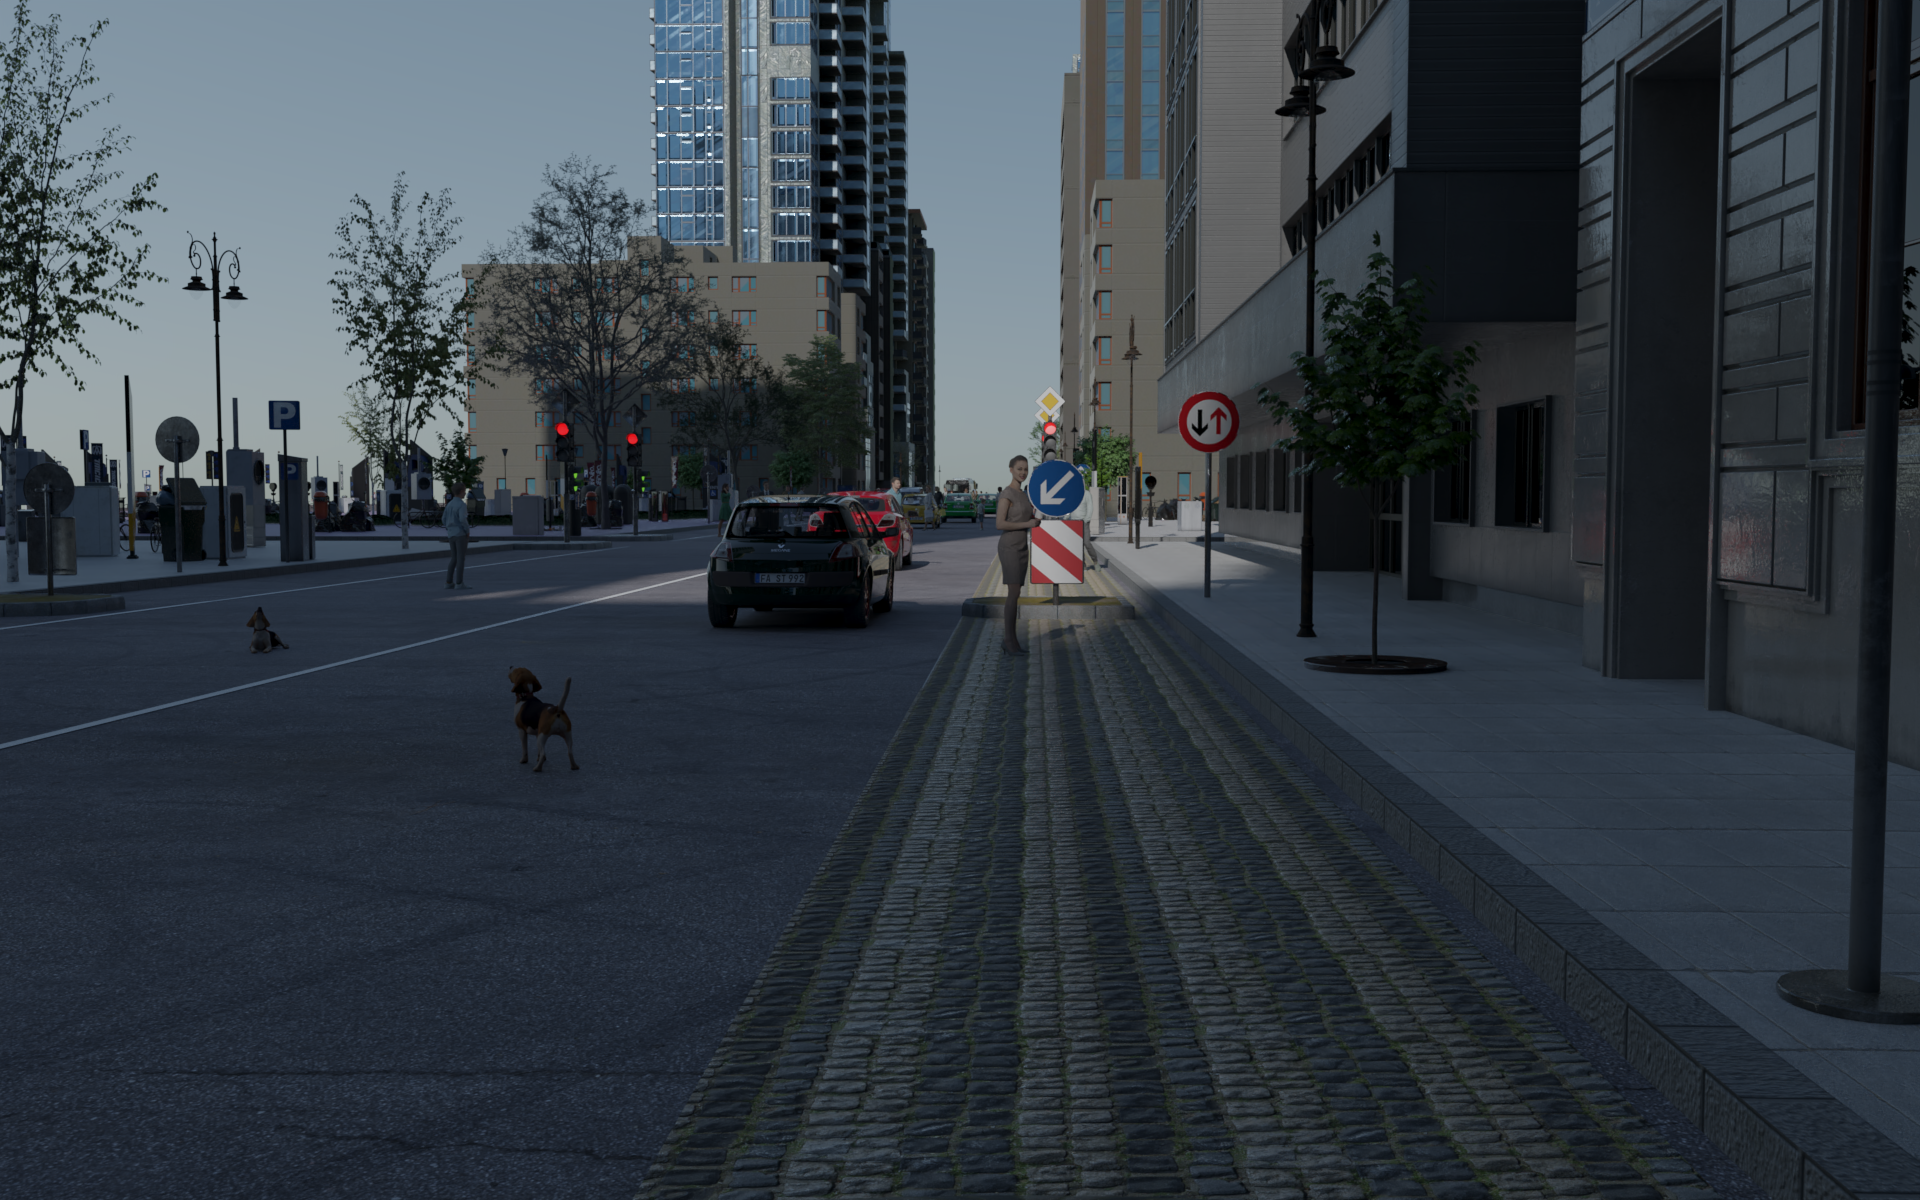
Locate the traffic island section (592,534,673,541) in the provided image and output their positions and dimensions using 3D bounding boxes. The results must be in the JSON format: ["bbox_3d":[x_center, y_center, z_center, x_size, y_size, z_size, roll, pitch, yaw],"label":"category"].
[{"bbox_3d":[-10.091,-1.928,53.800,2.009,0.180,2.903,0,4,2],"label":"traffic island section"}]

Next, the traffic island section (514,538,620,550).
[{"bbox_3d":[-10.414,-1.440,45.821,2.009,0.180,2.903,0,4,2],"label":"traffic island section"}]

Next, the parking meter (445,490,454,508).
[{"bbox_3d":[-18.334,-3.299,62.348,0.372,1.533,0.369,0,3,0],"label":"parking meter"}]

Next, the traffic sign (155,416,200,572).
[{"bbox_3d":[-12.801,-1.726,28.331,0.768,2.556,0.104,0,4,6],"label":"traffic sign"}]

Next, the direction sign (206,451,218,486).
[{"bbox_3d":[-39.681,-6.114,91.957,0.379,3.537,0.876,1,4,19],"label":"direction sign"}]

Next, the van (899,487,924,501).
[{"bbox_3d":[-2.920,-5.747,100.969,2.013,2.044,4.112,0,4,3],"label":"van"}]

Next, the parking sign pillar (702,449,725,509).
[{"bbox_3d":[-14.540,-6.965,102.343,1.447,3.967,1.447,0,4,8],"label":"parking sign pillar"}]

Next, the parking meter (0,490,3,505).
[{"bbox_3d":[-55.314,-5.606,100.069,0.372,1.533,0.369,0,3,0],"label":"parking meter"}]

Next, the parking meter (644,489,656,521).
[{"bbox_3d":[-14.666,-4.535,82.555,0.372,1.533,0.369,0,3,0],"label":"parking meter"}]

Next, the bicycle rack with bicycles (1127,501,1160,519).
[{"bbox_3d":[9.124,-4.601,88.604,2.852,0.926,2.925,2,4,30],"label":"bicycle rack with bicycles"}]

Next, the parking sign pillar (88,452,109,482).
[{"bbox_3d":[-52.897,-7.200,106.184,1.447,3.967,1.447,2,4,31],"label":"parking sign pillar"}]

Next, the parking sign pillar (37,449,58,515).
[{"bbox_3d":[-54.660,-7.056,103.837,1.447,3.967,1.447,2,4,26],"label":"parking sign pillar"}]

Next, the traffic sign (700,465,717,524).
[{"bbox_3d":[-10.895,-4.584,75.058,0.768,2.556,0.104,0,4,7],"label":"traffic sign"}]

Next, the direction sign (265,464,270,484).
[{"bbox_3d":[-52.375,-8.465,130.402,0.876,3.537,0.379,-3,5,-44],"label":"direction sign"}]

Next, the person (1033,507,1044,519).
[{"bbox_3d":[2.958,-3.247,62.345,0.760,1.731,0.466,1,4,20],"label":"person"}]

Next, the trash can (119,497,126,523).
[{"bbox_3d":[-36.930,-3.929,75.886,0.748,1.137,0.748,0,3,0],"label":"trash can"}]

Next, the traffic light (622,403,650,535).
[{"bbox_3d":[-10.051,-3.960,53.664,0.839,4.253,0.868,0,4,2],"label":"traffic light"}]

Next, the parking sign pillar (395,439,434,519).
[{"bbox_3d":[-26.539,-5.911,85.110,1.447,3.967,1.447,1,4,23],"label":"parking sign pillar"}]

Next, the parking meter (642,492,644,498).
[{"bbox_3d":[-20.262,-6.305,111.504,0.372,1.533,0.369,0,3,0],"label":"parking meter"}]

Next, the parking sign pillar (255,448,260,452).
[{"bbox_3d":[-41.602,-6.906,101.377,1.447,3.967,1.447,-1,4,-20],"label":"parking sign pillar"}]

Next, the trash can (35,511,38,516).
[{"bbox_3d":[-52.942,-5.384,99.677,0.748,1.137,0.748,0,3,0],"label":"trash can"}]

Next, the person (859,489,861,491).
[{"bbox_3d":[-6.924,-6.790,119.852,0.374,1.781,0.599,2,4,29],"label":"person"}]

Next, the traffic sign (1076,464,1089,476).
[{"bbox_3d":[5.202,-4.503,73.730,0.768,2.556,0.104,0,4,4],"label":"traffic sign"}]

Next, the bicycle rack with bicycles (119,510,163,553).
[{"bbox_3d":[-18.047,-1.528,38.372,2.852,0.926,2.925,0,4,-3],"label":"bicycle rack with bicycles"}]

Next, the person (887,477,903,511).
[{"bbox_3d":[-1.567,-1.927,40.021,0.620,1.820,0.660,2,4,27],"label":"person"}]

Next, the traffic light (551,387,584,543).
[{"bbox_3d":[-10.375,-3.472,45.685,0.839,4.253,0.868,0,4,2],"label":"traffic light"}]

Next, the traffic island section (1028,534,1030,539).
[{"bbox_3d":[2.690,-1.896,53.279,2.009,0.180,2.903,0,4,2],"label":"traffic island section"}]

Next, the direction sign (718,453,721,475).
[{"bbox_3d":[-13.420,-6.393,96.528,0.379,3.537,0.876,0,4,0],"label":"direction sign"}]

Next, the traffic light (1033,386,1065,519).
[{"bbox_3d":[2.327,-3.441,45.188,0.839,4.253,0.868,0,4,2],"label":"traffic light"}]

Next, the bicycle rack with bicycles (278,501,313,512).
[{"bbox_3d":[-47.375,-6.673,122.491,2.925,0.926,2.852,0,4,0],"label":"bicycle rack with bicycles"}]

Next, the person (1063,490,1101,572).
[{"bbox_3d":[2.186,-1.405,31.961,0.515,1.767,0.782,-3,5,-43],"label":"person"}]

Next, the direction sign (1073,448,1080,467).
[{"bbox_3d":[5.984,-5.729,85.668,0.876,3.537,0.379,-1,4,-20],"label":"direction sign"}]

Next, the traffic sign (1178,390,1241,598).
[{"bbox_3d":[3.071,-1.304,21.420,0.768,2.556,0.104,0,4,5],"label":"traffic sign"}]

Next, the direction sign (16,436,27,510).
[{"bbox_3d":[-36.388,-4.582,66.905,0.379,3.537,0.876,1,4,20],"label":"direction sign"}]

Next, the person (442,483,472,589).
[{"bbox_3d":[-7.552,-0.966,26.097,0.330,1.601,0.589,-3,5,-41],"label":"person"}]

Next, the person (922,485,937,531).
[{"bbox_3d":[-1.182,-3.593,67.599,0.624,1.780,0.694,0,3,0],"label":"person"}]

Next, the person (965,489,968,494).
[{"bbox_3d":[0.467,-6.434,113.977,0.520,1.790,0.573,2,4,32],"label":"person"}]

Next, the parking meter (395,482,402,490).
[{"bbox_3d":[-24.845,-4.352,76.863,0.399,1.863,0.255,-1,4,-21],"label":"parking meter"}]

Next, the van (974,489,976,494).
[{"bbox_3d":[1.074,-13.382,223.181,2.240,2.365,5.245,0,4,3],"label":"van"}]

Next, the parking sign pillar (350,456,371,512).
[{"bbox_3d":[-42.444,-8.195,122.457,1.447,3.967,1.447,3,4,38],"label":"parking sign pillar"}]

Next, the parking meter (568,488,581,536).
[{"bbox_3d":[-11.760,-2.720,52.880,0.372,1.533,0.369,0,3,0],"label":"parking meter"}]

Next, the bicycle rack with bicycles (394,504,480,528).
[{"bbox_3d":[-19.579,-3.196,65.642,2.925,0.926,2.852,1,4,8],"label":"bicycle rack with bicycles"}]

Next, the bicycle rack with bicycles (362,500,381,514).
[{"bbox_3d":[-32.908,-5.140,97.428,2.852,0.926,2.925,0,4,-5],"label":"bicycle rack with bicycles"}]

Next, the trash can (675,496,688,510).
[{"bbox_3d":[-17.378,-5.898,108.088,0.748,1.137,0.748,0,3,0],"label":"trash can"}]

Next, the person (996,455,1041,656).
[{"bbox_3d":[0.521,-0.406,15.485,0.374,1.781,0.599,2,4,25],"label":"person"}]

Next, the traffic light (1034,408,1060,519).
[{"bbox_3d":[2.650,-3.929,53.166,0.839,4.253,0.868,0,4,2],"label":"traffic light"}]

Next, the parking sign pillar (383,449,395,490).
[{"bbox_3d":[-33.853,-7.049,103.718,1.447,3.967,1.447,2,4,33],"label":"parking sign pillar"}]

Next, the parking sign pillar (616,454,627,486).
[{"bbox_3d":[-22.786,-7.843,116.711,1.447,3.967,1.447,0,4,2],"label":"parking sign pillar"}]

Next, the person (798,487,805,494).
[{"bbox_3d":[-8.420,-5.101,92.029,0.709,1.813,0.853,3,5,44],"label":"person"}]

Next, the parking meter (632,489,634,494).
[{"bbox_3d":[-17.242,-5.087,91.585,0.372,1.533,0.369,0,3,0],"label":"parking meter"}]

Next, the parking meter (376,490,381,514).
[{"bbox_3d":[-34.143,-5.715,101.857,0.372,1.533,0.369,0,3,0],"label":"parking meter"}]
